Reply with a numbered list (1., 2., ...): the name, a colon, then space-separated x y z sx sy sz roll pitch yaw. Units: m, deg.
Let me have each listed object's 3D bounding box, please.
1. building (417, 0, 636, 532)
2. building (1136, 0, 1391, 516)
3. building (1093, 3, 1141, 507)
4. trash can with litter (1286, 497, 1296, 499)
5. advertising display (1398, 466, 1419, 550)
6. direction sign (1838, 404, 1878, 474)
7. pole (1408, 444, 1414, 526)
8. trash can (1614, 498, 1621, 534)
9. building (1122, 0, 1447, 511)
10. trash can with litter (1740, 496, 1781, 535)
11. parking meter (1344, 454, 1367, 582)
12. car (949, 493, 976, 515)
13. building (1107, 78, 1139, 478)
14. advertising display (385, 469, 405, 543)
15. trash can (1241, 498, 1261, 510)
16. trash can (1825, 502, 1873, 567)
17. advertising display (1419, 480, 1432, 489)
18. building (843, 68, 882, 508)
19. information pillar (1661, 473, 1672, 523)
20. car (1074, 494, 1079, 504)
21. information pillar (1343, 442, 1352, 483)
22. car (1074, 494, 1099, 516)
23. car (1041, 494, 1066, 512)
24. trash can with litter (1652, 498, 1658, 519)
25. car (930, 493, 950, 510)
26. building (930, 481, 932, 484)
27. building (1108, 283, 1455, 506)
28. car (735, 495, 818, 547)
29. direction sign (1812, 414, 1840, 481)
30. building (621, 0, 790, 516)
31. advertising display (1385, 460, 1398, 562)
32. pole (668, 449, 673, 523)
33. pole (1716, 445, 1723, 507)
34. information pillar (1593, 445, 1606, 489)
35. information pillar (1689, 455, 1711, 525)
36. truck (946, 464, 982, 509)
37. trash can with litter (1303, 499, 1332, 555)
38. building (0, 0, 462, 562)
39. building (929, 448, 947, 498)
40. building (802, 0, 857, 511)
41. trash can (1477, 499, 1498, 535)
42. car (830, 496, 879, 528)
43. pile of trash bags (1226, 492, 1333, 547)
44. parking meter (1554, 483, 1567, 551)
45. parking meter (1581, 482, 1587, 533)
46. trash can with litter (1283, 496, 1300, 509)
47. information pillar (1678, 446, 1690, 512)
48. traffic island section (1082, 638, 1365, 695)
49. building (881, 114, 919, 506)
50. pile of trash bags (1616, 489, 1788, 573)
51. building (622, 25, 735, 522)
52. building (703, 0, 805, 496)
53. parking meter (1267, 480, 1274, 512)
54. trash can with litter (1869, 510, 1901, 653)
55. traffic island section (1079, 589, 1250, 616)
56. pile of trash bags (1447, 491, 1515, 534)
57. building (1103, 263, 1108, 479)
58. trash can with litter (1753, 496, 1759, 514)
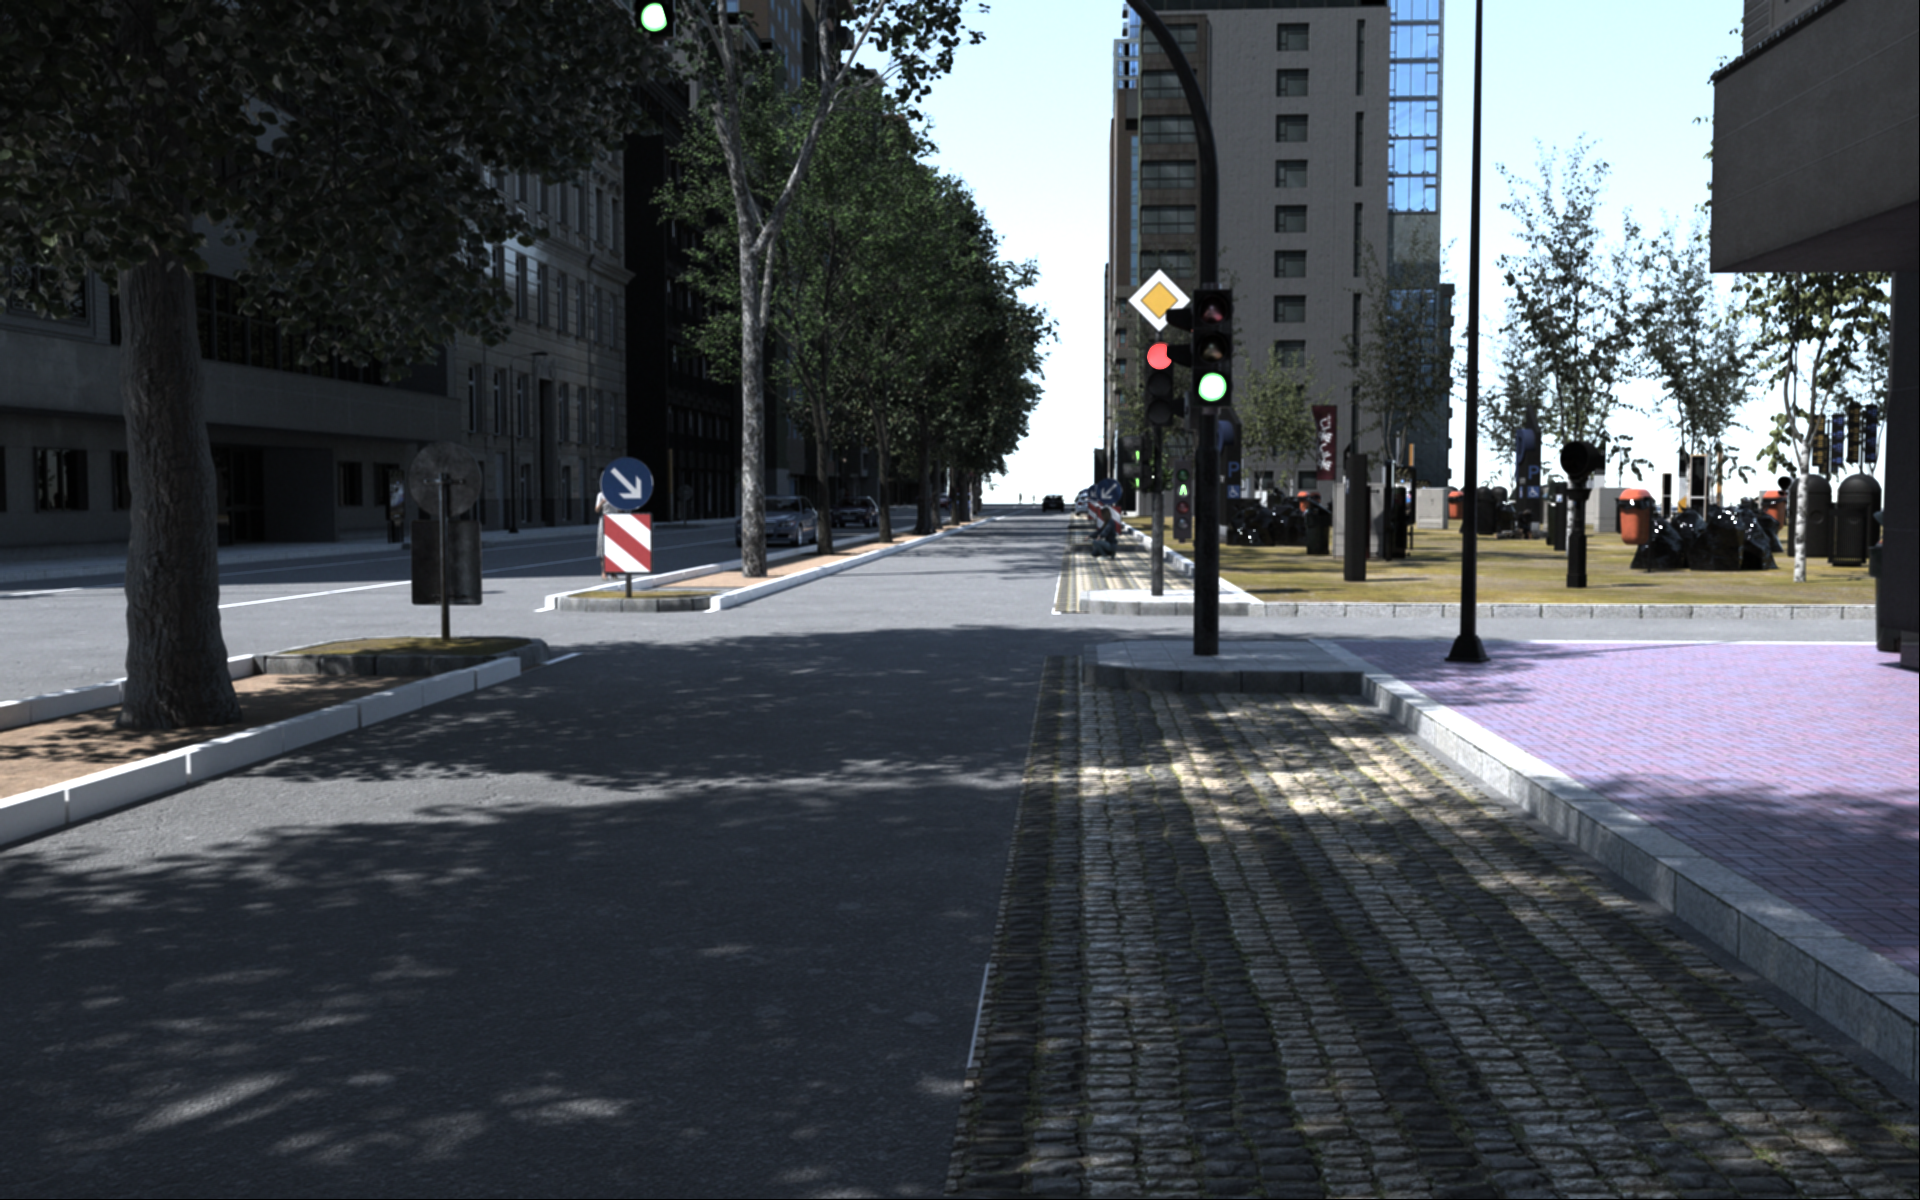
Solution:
1. building: -21.387 -16.424 65.793 12.463 27.353 25.104 0 4 4
2. building: 17.707 -20.370 104.747 14.160 30.474 14.107 0 4 4
3. building: 29.858 -56.576 237.695 22.319 86.520 31.000 0 4 4
4. trash can with litter: 15.080 -4.130 78.919 0.624 1.170 1.055 1 4 21
5. advertising display: 10.239 -2.139 40.186 0.123 1.923 0.974 -1 4 -20
6. direction sign: 22.721 -3.160 43.668 0.876 3.537 0.379 -1 4 -16
7. pole: 18.293 -4.673 70.246 0.158 3.312 0.155 0 3 0
8. trash can: 21.629 -2.727 56.242 0.748 1.137 0.748 0 3 0
9. building: 22.991 -49.699 125.249 22.319 86.520 31.000 0 4 4
10. trash can with litter: 24.709 -2.674 54.784 1.678 1.210 2.233 -1 4 -14
11. parking meter: 5.818 -1.209 25.473 0.255 1.863 0.399 0 4 0
12. car: 0.248 -6.885 122.158 1.945 1.707 3.694 0 4 6
13. building: 23.660 -32.872 187.560 14.600 45.320 14.200 0 4 4
14. advertising display: -14.813 -2.460 45.433 0.123 1.923 0.974 0 4 5
15. trash can: 9.350 -2.701 55.807 0.748 1.137 0.748 0 3 0
16. trash can: 15.690 -1.159 30.610 0.748 1.137 0.748 0 3 0
17. advertising display: 21.224 -4.534 79.350 0.123 1.923 0.974 -2 4 -26
18. building: -14.947 -29.265 162.069 14.154 41.232 14.086 0 4 4
19. information pillar: 24.567 -3.409 60.233 0.304 2.012 0.304 1 4 15
20. car: 16.559 -13.840 236.514 2.015 1.641 3.980 0 4 3
21. information pillar: 17.572 -5.331 78.519 0.183 3.616 0.504 -2 4 -26
22. car: 8.425 -6.188 113.172 2.014 1.417 4.499 0 4 3
23. car: 7.514 -7.930 139.447 2.009 1.686 4.222 0 4 4
24. trash can with litter: 35.549 -4.752 89.090 1.055 1.170 0.624 -3 4 -39
25. car: -1.817 -9.062 157.202 2.155 1.783 4.494 0 4 5
26. building: -14.659 -34.937 225.843 22.147 44.769 28.867 0 4 4
27. building: 27.649 -19.106 157.415 27.650 21.520 28.899 0 4 4
28. car: -5.040 -2.221 48.323 2.014 1.417 4.499 0 4 5
29. direction sign: 24.532 -3.487 49.004 0.379 3.537 0.876 -3 4 -38
30. building: -18.544 -20.408 105.369 14.160 30.474 14.107 0 4 4
31. advertising display: 8.270 -1.718 33.311 0.123 1.923 0.974 1 4 17
32. pole: -13.042 -5.145 77.956 0.158 3.312 0.155 0 3 0
33. pole: 31.483 -4.770 71.839 0.158 3.312 0.155 0 3 0
34. information pillar: 27.597 -5.097 74.694 0.504 3.616 0.183 0 4 7
35. information pillar: 13.799 -1.703 32.338 0.304 2.012 0.304 2 4 34
36. truck: 0.459 -9.608 146.000 2.839 4.237 11.283 0 4 3
37. trash can with litter: 7.783 -1.537 36.514 1.055 1.170 0.624 0 4 3
38. building: -22.941 -13.363 37.544 14.314 24.678 30.058 0 4 4
39. building: -9.327 -29.106 247.581 14.160 30.474 14.107 0 4 4
40. building: -20.248 -29.737 140.828 22.147 44.769 28.867 0 4 4
41. trash can: 16.469 -2.603 54.214 0.748 1.137 0.748 0 3 0
42. car: -4.526 -3.781 74.404 1.945 1.354 3.894 0 4 4
43. pile of trash bags: 8.382 -2.028 42.906 3.447 1.369 1.912 0 4 -1
44. parking meter: 13.667 -1.885 39.229 0.372 1.533 0.369 0 3 0
45. parking meter: 19.354 -2.963 54.153 0.399 1.863 0.255 3 5 42
46. trash can with litter: 9.695 -2.539 52.564 2.233 1.210 1.678 2 4 25
47. information pillar: 35.269 -5.694 84.448 0.504 3.616 0.183 0 4 4
48. traffic island section: 1.982 0.515 13.868 2.009 0.180 2.903 0 4 4
49. building: -16.459 -33.155 196.708 22.147 44.769 28.867 0 4 4
50. pile of trash bags: 12.229 -1.196 29.301 3.447 1.369 1.912 -3 4 -38
51. building: -18.968 -15.718 86.671 12.332 23.373 15.834 0 4 4
52. building: -18.725 -28.683 119.086 14.600 45.320 14.200 0 4 4
53. parking meter: 13.152 -4.139 73.379 0.255 1.863 0.399 1 4 18
54. trash can with litter: 7.830 -0.151 13.863 0.624 1.170 1.055 -1 4 -17
55. traffic island section: 2.508 0.027 21.836 2.009 0.180 2.903 0 4 4
56. pile of trash bags: 17.245 -2.886 56.933 3.447 1.369 1.912 -3 4 -36
57. building: 24.956 -27.199 216.410 14.160 30.474 14.107 0 4 4
58. trash can with litter: 40.864 -4.776 89.473 0.624 1.170 1.055 -3 4 -39
